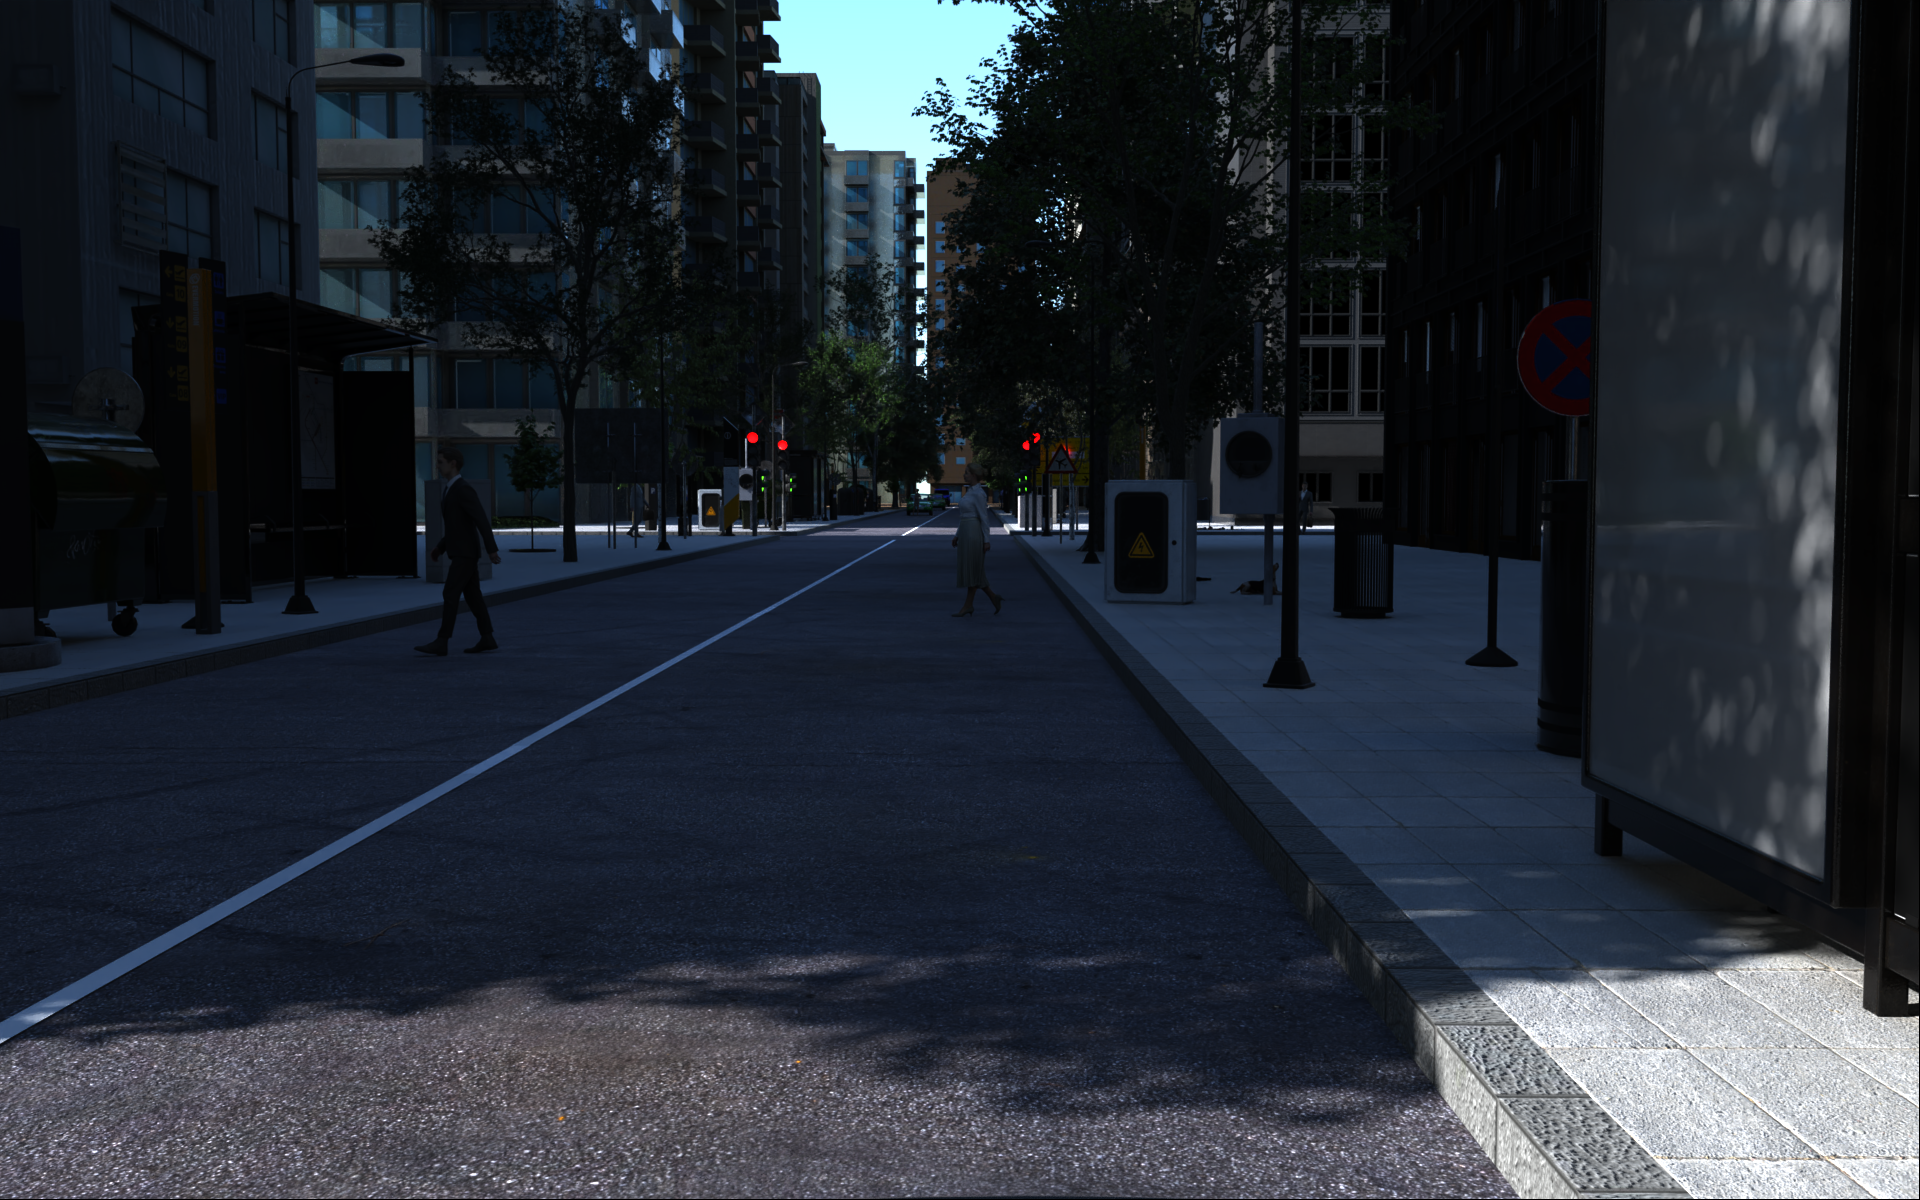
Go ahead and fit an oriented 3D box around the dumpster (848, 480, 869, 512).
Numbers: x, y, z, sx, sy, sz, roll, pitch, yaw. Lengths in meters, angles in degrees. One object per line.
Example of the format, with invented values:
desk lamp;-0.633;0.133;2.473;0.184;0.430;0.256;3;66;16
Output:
dumpster;-7.166;-7.247;120.986;1.502;2.255;1.985;0;4;1

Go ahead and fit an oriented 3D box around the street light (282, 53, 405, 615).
street light;-6.553;-2.806;18.425;1.470;5.913;1.316;0;4;1

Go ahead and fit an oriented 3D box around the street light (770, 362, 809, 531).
street light;-6.011;-5.406;60.931;1.470;5.913;1.316;0;4;1

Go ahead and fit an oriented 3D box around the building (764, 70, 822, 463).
building;-20.647;-29.347;163.415;14.154;41.232;14.086;0;4;1

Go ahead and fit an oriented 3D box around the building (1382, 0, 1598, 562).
building;16.982;-12.627;36.134;12.332;23.373;15.834;0;4;1

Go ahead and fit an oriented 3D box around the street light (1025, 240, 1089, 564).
street light;1.891;-3.630;31.887;1.470;5.913;1.316;0;4;1

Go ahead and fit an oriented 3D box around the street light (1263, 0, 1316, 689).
street light;1.655;-2.376;11.386;1.470;5.913;1.316;0;4;1

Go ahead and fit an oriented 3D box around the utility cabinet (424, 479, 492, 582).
utility cabinet;-7.342;-1.019;25.345;0.318;1.500;1.173;1;4;21

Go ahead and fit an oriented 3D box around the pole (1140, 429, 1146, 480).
pole;5.503;-3.569;52.197;0.158;3.312;0.155;0;3;0

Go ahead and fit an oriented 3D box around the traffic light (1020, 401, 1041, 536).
traffic light;2.237;-3.887;52.478;0.839;4.253;0.868;0;4;1

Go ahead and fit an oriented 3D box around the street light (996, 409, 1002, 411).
street light;2.371;-6.207;74.020;1.470;5.913;1.316;0;4;1

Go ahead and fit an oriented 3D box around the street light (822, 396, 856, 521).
street light;-5.840;-6.694;81.994;1.470;5.913;1.316;0;4;1

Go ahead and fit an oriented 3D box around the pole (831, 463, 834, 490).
pole;-8.418;-7.380;114.510;0.158;3.312;0.155;0;3;0

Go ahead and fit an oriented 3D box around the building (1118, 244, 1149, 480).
building;17.423;-17.632;124.447;11.583;22.565;21.152;0;4;1

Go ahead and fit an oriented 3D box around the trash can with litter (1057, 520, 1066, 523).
trash can with litter;3.922;-3.999;76.446;2.233;1.210;1.678;-3;4;-38

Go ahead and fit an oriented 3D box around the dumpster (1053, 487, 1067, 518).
dumpster;5.126;-5.327;92.862;1.264;1.857;1.865;0;4;0

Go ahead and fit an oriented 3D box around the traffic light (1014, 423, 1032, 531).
traffic light;2.321;-4.376;60.463;0.839;4.253;0.868;0;4;1

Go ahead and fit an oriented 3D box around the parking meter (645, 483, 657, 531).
parking meter;-10.865;-3.375;60.896;0.255;1.863;0.399;3;5;39

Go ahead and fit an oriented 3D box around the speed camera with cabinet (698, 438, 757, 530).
speed camera with cabinet;-8.252;-4.103;61.426;2.038;3.252;0.660;0;4;-4

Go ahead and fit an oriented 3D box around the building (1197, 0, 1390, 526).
building;23.107;-17.204;74.788;24.014;27.812;14.314;0;4;1

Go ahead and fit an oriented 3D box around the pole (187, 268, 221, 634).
pole;-6.902;-1.343;15.808;0.158;3.312;0.155;0;3;0

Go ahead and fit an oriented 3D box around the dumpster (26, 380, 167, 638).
dumpster;-7.938;-0.750;14.756;1.502;2.255;1.985;0;4;0

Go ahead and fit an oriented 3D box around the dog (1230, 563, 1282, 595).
dog;3.850;-0.272;22.190;0.550;0.427;0.748;-2;4;-26

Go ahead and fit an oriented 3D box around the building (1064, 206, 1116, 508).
building;22.718;-34.715;191.298;21.300;48.544;21.600;0;4;1

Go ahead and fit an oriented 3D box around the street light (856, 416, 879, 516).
street light;-5.599;-7.951;102.545;1.470;5.913;1.316;0;4;1

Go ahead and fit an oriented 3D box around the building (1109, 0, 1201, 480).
building;22.130;-43.337;146.818;20.563;71.187;20.611;0;4;1

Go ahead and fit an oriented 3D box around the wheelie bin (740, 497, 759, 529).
wheelie bin;-7.745;-3.410;63.660;0.693;1.594;0.980;0;4;-4

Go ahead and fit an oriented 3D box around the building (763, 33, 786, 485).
building;-24.957;-43.222;144.930;20.563;71.187;20.611;0;4;1

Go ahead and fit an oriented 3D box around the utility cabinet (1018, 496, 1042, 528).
utility cabinet;2.739;-3.371;66.272;1.020;1.237;0.306;-1;4;-15

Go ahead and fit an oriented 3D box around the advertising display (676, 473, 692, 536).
advertising display;-8.515;-2.935;53.200;0.123;1.923;0.974;0;4;7

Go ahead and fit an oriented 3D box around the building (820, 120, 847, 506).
building;-27.797;-32.879;192.198;28.867;44.769;22.147;0;4;1

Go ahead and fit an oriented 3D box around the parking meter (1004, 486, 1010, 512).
parking meter;3.290;-7.068;121.265;0.399;1.863;0.255;0;4;-2

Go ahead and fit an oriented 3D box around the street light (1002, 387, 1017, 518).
street light;2.095;-4.884;52.388;1.470;5.913;1.316;0;4;1

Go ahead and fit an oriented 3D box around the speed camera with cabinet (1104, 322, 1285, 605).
speed camera with cabinet;2.731;-1.577;20.123;2.038;3.252;0.660;1;4;22

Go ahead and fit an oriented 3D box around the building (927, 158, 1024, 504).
building;2.837;-35.685;233.552;14.200;45.320;14.600;0;4;1

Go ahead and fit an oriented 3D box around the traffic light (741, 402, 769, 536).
traffic light;-6.224;-3.892;52.551;0.839;4.253;0.868;0;4;1

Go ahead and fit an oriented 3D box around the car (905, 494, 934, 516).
car;-2.721;-6.614;116.936;1.959;1.807;4.718;0;4;-1

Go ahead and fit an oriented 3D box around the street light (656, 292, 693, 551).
street light;-6.213;-4.084;39.311;1.470;5.913;1.316;0;4;1

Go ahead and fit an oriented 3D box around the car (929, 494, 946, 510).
car;-2.191;-8.860;153.651;1.959;1.807;4.718;0;4;1

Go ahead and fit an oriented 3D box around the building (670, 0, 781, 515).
building;-24.205;-28.461;119.966;22.147;44.769;28.867;0;4;1

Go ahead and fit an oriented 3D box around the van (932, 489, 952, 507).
van;-2.104;-11.902;198.973;2.240;2.365;5.245;0;4;-1

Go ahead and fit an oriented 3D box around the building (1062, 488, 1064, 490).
building;26.423;-56.491;236.305;31.000;86.520;22.319;0;4;1

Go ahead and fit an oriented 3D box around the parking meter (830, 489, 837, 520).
parking meter;-6.234;-4.703;85.309;0.372;1.533;0.369;0;3;0

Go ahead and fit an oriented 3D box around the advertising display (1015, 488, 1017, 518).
advertising display;3.150;-5.293;91.755;0.123;1.923;0.974;2;4;24

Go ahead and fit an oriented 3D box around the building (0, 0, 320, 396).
building;-22.049;-21.552;35.977;14.086;41.232;14.154;0;4;1

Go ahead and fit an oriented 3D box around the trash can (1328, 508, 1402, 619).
trash can;4.200;-0.389;18.011;0.748;1.137;0.748;0;3;0

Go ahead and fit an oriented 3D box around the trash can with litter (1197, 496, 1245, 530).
trash can with litter;9.074;-3.110;61.908;2.233;1.210;1.678;0;4;3

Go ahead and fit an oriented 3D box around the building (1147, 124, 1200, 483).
building;17.776;-18.567;100.829;12.463;27.353;25.104;0;4;1

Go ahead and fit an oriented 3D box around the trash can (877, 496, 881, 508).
trash can;-6.463;-7.533;134.825;0.748;1.137;0.748;0;3;0

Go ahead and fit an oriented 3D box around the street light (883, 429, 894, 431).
street light;-5.440;-9.253;123.834;1.470;5.913;1.316;0;4;1

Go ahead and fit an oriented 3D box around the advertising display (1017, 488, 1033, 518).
advertising display;3.468;-4.953;86.195;0.974;1.923;0.123;-1;4;-13

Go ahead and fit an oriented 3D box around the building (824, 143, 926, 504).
building;-19.988;-37.886;239.047;30.456;49.044;23.786;0;4;1

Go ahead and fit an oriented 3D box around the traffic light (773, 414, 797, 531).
traffic light;-6.140;-4.380;60.535;0.839;4.253;0.868;0;4;1

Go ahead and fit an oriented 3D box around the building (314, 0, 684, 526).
building;-25.586;-28.297;82.257;23.786;49.044;30.456;0;4;1
